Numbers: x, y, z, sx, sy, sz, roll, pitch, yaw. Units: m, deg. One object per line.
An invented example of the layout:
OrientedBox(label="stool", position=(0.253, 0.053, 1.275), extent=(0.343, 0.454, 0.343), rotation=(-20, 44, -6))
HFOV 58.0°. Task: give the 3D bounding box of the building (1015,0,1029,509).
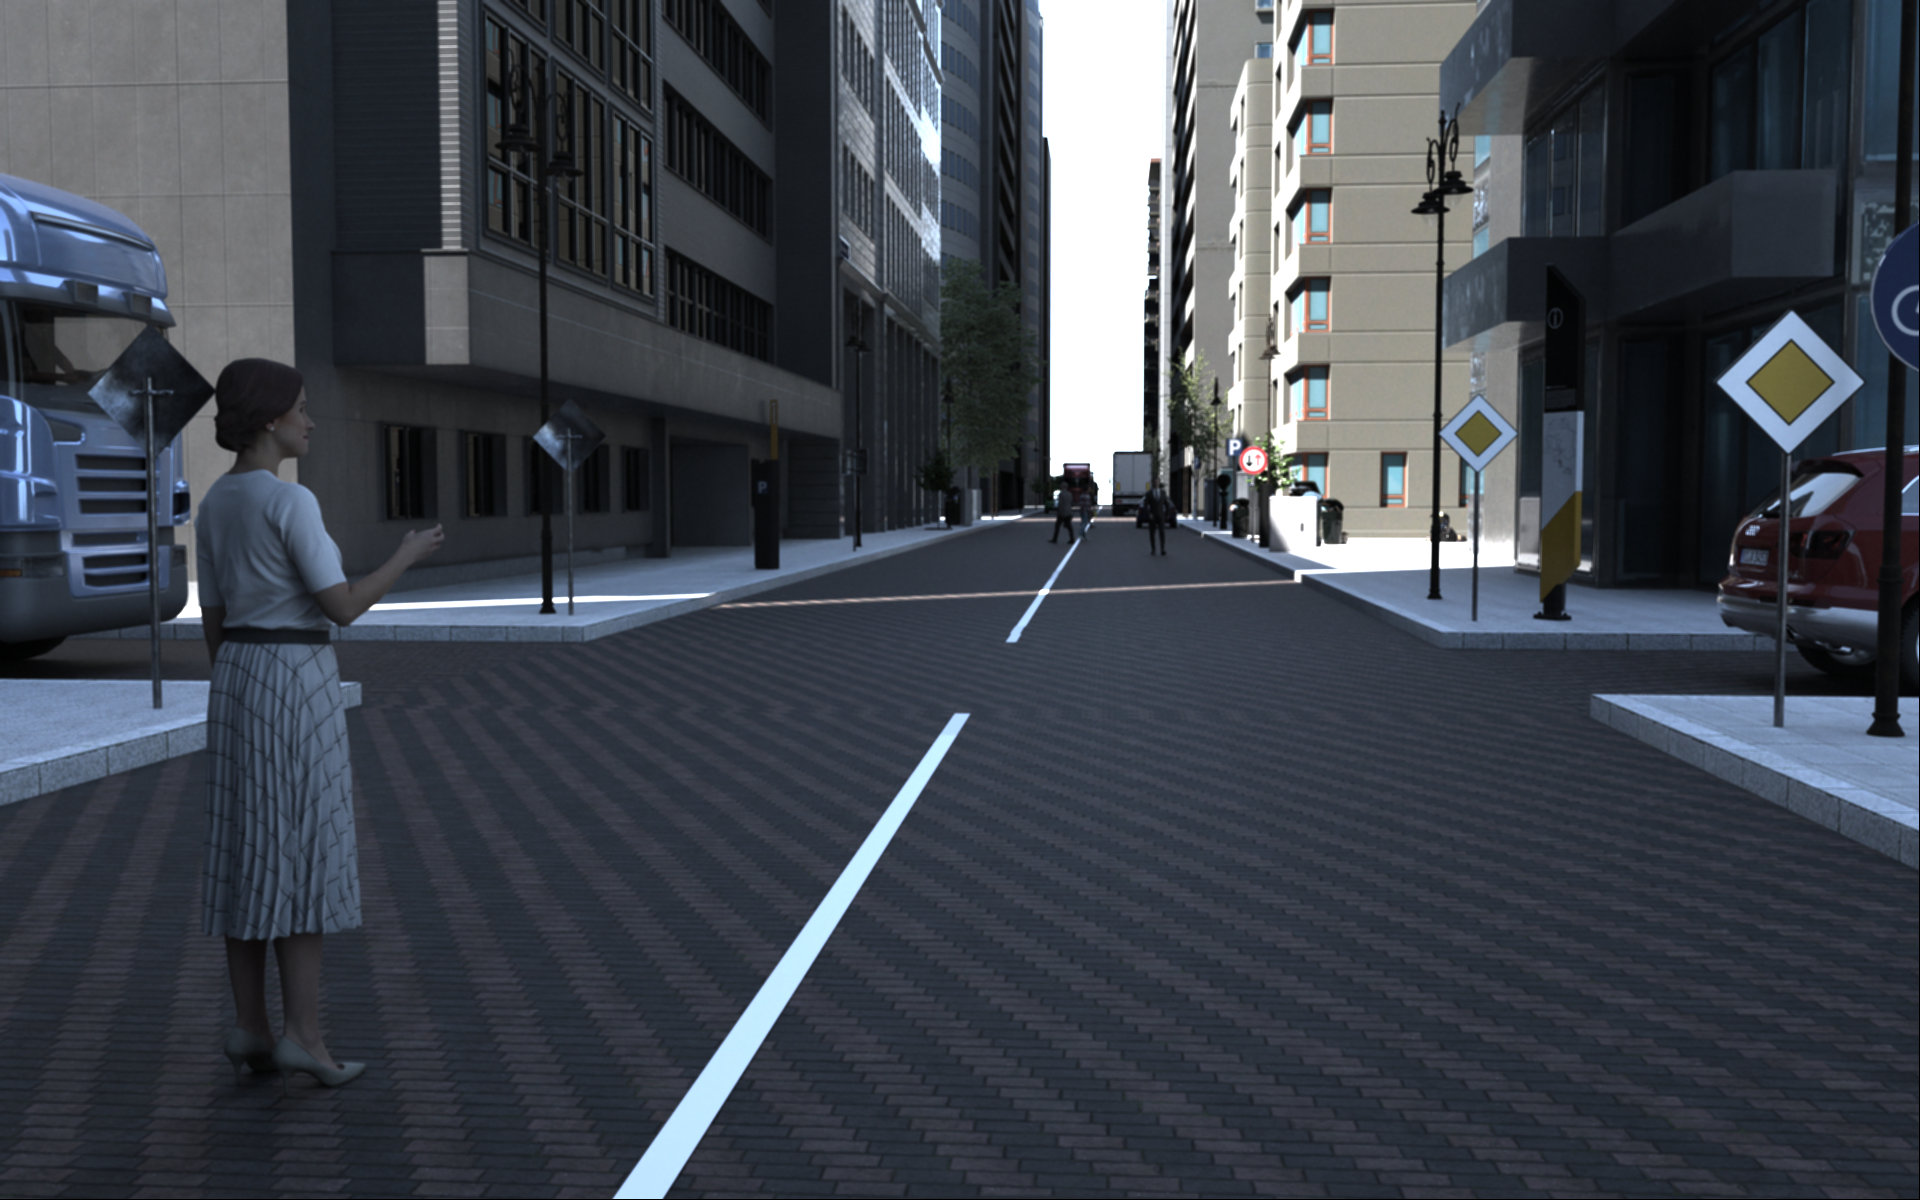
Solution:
OrientedBox(label="building", position=(-1.244, -30.610, 150.583), extent=(14.600, 45.320, 14.200), rotation=(0, 4, 5))

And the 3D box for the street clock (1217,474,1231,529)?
OrientedBox(label="street clock", position=(9.574, -3.567, 62.883), extent=(0.471, 2.002, 0.358), rotation=(3, 4, 38))

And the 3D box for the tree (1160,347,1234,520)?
OrientedBox(label="tree", position=(11.909, -8.323, 86.437), extent=(4.737, 8.622, 4.395), rotation=(0, 3, 0))

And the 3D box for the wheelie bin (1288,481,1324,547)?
OrientedBox(label="wheelie bin", position=(8.342, -2.075, 41.838), extent=(0.693, 1.594, 0.980), rotation=(-3, 5, -39))

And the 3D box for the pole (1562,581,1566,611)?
OrientedBox(label="pole", position=(6.592, -1.539, 19.009), extent=(0.158, 3.312, 0.155), rotation=(0, 3, 0))

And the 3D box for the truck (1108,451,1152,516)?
OrientedBox(label="truck", position=(11.528, -7.837, 117.041), extent=(2.839, 4.237, 11.283), rotation=(0, 4, 4))

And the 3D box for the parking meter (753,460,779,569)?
OrientedBox(label="parking meter", position=(-3.310, -1.460, 29.581), extent=(0.399, 1.863, 0.255), rotation=(2, 4, 28))

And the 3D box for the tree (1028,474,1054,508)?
OrientedBox(label="tree", position=(7.429, -10.310, 163.165), extent=(1.663, 3.219, 1.824), rotation=(0, 3, 0))

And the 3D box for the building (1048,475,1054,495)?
OrientedBox(label="building", position=(2.229, -48.399, 229.571), extent=(20.563, 71.187, 20.611), rotation=(0, 4, 5))

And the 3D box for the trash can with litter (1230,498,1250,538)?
OrientedBox(label="trash can with litter", position=(8.153, -2.415, 50.876), extent=(0.624, 1.170, 1.055), rotation=(0, 4, -1))

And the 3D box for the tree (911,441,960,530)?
OrientedBox(label="tree", position=(-0.778, -4.159, 62.594), extent=(1.663, 3.219, 1.824), rotation=(0, 3, 0))

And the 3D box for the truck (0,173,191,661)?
OrientedBox(label="truck", position=(-15.272, -1.497, 14.239), extent=(18.799, 4.110, 2.967), rotation=(0, 4, 4))

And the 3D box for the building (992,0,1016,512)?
OrientedBox(label="building", position=(-6.984, -31.112, 132.389), extent=(21.300, 48.544, 21.600), rotation=(0, 4, 5))

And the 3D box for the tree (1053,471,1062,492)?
OrientedBox(label="tree", position=(14.199, -16.030, 245.805), extent=(4.285, 4.588, 4.351), rotation=(0, 3, 0))

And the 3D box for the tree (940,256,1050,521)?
OrientedBox(label="tree", position=(0.406, -10.114, 83.492), extent=(7.486, 12.596, 7.792), rotation=(0, 3, 0))

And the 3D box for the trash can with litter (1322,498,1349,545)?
OrientedBox(label="trash can with litter", position=(9.495, -1.997, 44.032), extent=(0.624, 1.170, 1.055), rotation=(2, 4, 30))

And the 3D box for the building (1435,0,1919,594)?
OrientedBox(label="building", position=(22.897, -24.816, 25.351), extent=(30.456, 49.044, 23.786), rotation=(0, 4, 5))

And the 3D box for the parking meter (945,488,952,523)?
OrientedBox(label="parking meter", position=(-0.481, -4.132, 75.977), extent=(0.372, 1.533, 0.369), rotation=(0, 3, 0))

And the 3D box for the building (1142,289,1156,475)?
OrientedBox(label="building", position=(32.648, -28.821, 242.916), extent=(14.160, 30.474, 14.107), rotation=(0, 4, 5))

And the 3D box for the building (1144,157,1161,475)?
OrientedBox(label="building", position=(34.797, -34.627, 220.768), extent=(22.147, 44.769, 28.867), rotation=(0, 4, 5))

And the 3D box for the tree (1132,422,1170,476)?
OrientedBox(label="tree", position=(19.661, -13.849, 176.787), extent=(4.360, 8.622, 3.978), rotation=(0, 3, 0))

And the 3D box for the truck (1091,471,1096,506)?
OrientedBox(label="truck", position=(15.382, -13.799, 214.524), extent=(2.839, 4.237, 11.283), rotation=(0, 4, 3))

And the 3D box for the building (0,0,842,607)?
OrientedBox(label="building", position=(-11.613, -13.150, 34.065), extent=(14.314, 24.678, 30.058), rotation=(0, 4, 5))

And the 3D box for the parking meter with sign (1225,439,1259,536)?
OrientedBox(label="parking meter with sign", position=(8.946, -3.528, 53.949), extent=(0.543, 3.016, 1.738), rotation=(-1, 4, -21))

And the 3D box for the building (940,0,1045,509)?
OrientedBox(label="building", position=(-1.819, -39.732, 191.623), extent=(21.231, 58.520, 28.212), rotation=(0, 4, 5))

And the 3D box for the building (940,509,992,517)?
OrientedBox(label="building", position=(-9.372, -34.577, 107.338), extent=(21.231, 58.520, 28.212), rotation=(0, 4, 5))

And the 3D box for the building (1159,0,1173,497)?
OrientedBox(label="building", position=(32.734, -39.749, 191.896), extent=(21.231, 58.520, 28.212), rotation=(0, 4, 5))

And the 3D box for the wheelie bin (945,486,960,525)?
OrientedBox(label="wheelie bin", position=(-0.185, -3.881, 71.360), extent=(0.693, 1.594, 0.980), rotation=(-1, 4, -23))

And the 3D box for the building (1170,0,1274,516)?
OrientedBox(label="building", position=(26.632, -30.789, 127.100), extent=(21.300, 48.544, 21.600), rotation=(0, 4, 5))

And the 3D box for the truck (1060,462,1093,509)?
OrientedBox(label="truck", position=(10.479, -10.160, 155.030), extent=(2.839, 4.237, 11.283), rotation=(0, 4, 4))

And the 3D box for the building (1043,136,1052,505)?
OrientedBox(label="building", position=(4.092, -34.413, 212.762), extent=(14.600, 45.320, 14.200), rotation=(0, 4, 5))

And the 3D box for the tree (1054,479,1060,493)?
OrientedBox(label="tree", position=(9.917, -11.864, 188.583), extent=(1.663, 3.219, 1.824), rotation=(0, 3, 0))

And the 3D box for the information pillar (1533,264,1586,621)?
OrientedBox(label="information pillar", position=(6.093, -1.601, 17.534), extent=(0.183, 3.616, 0.504), rotation=(-2, 4, -24))

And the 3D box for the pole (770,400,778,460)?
OrientedBox(label="pole", position=(-4.033, -2.678, 37.633), extent=(0.158, 3.312, 0.155), rotation=(0, 3, 0))

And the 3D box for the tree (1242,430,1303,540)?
OrientedBox(label="tree", position=(8.477, -3.274, 48.131), extent=(1.663, 3.219, 1.824), rotation=(0, 3, 0))

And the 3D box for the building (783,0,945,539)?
OrientedBox(label="building", position=(-7.515, -17.495, 63.543), extent=(11.434, 29.767, 29.804), rotation=(0, 4, 5))

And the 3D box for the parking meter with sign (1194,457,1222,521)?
OrientedBox(label="parking meter with sign", position=(12.007, -5.265, 82.341), extent=(1.738, 3.016, 0.543), rotation=(-1, 4, -21))

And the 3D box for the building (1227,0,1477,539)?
OrientedBox(label="building", position=(24.667, -13.294, 62.391), extent=(27.650, 21.520, 28.899), rotation=(0, 4, 5))

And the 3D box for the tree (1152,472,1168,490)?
OrientedBox(label="tree", position=(17.060, -9.513, 150.146), extent=(1.663, 3.219, 1.824), rotation=(0, 3, 0))
